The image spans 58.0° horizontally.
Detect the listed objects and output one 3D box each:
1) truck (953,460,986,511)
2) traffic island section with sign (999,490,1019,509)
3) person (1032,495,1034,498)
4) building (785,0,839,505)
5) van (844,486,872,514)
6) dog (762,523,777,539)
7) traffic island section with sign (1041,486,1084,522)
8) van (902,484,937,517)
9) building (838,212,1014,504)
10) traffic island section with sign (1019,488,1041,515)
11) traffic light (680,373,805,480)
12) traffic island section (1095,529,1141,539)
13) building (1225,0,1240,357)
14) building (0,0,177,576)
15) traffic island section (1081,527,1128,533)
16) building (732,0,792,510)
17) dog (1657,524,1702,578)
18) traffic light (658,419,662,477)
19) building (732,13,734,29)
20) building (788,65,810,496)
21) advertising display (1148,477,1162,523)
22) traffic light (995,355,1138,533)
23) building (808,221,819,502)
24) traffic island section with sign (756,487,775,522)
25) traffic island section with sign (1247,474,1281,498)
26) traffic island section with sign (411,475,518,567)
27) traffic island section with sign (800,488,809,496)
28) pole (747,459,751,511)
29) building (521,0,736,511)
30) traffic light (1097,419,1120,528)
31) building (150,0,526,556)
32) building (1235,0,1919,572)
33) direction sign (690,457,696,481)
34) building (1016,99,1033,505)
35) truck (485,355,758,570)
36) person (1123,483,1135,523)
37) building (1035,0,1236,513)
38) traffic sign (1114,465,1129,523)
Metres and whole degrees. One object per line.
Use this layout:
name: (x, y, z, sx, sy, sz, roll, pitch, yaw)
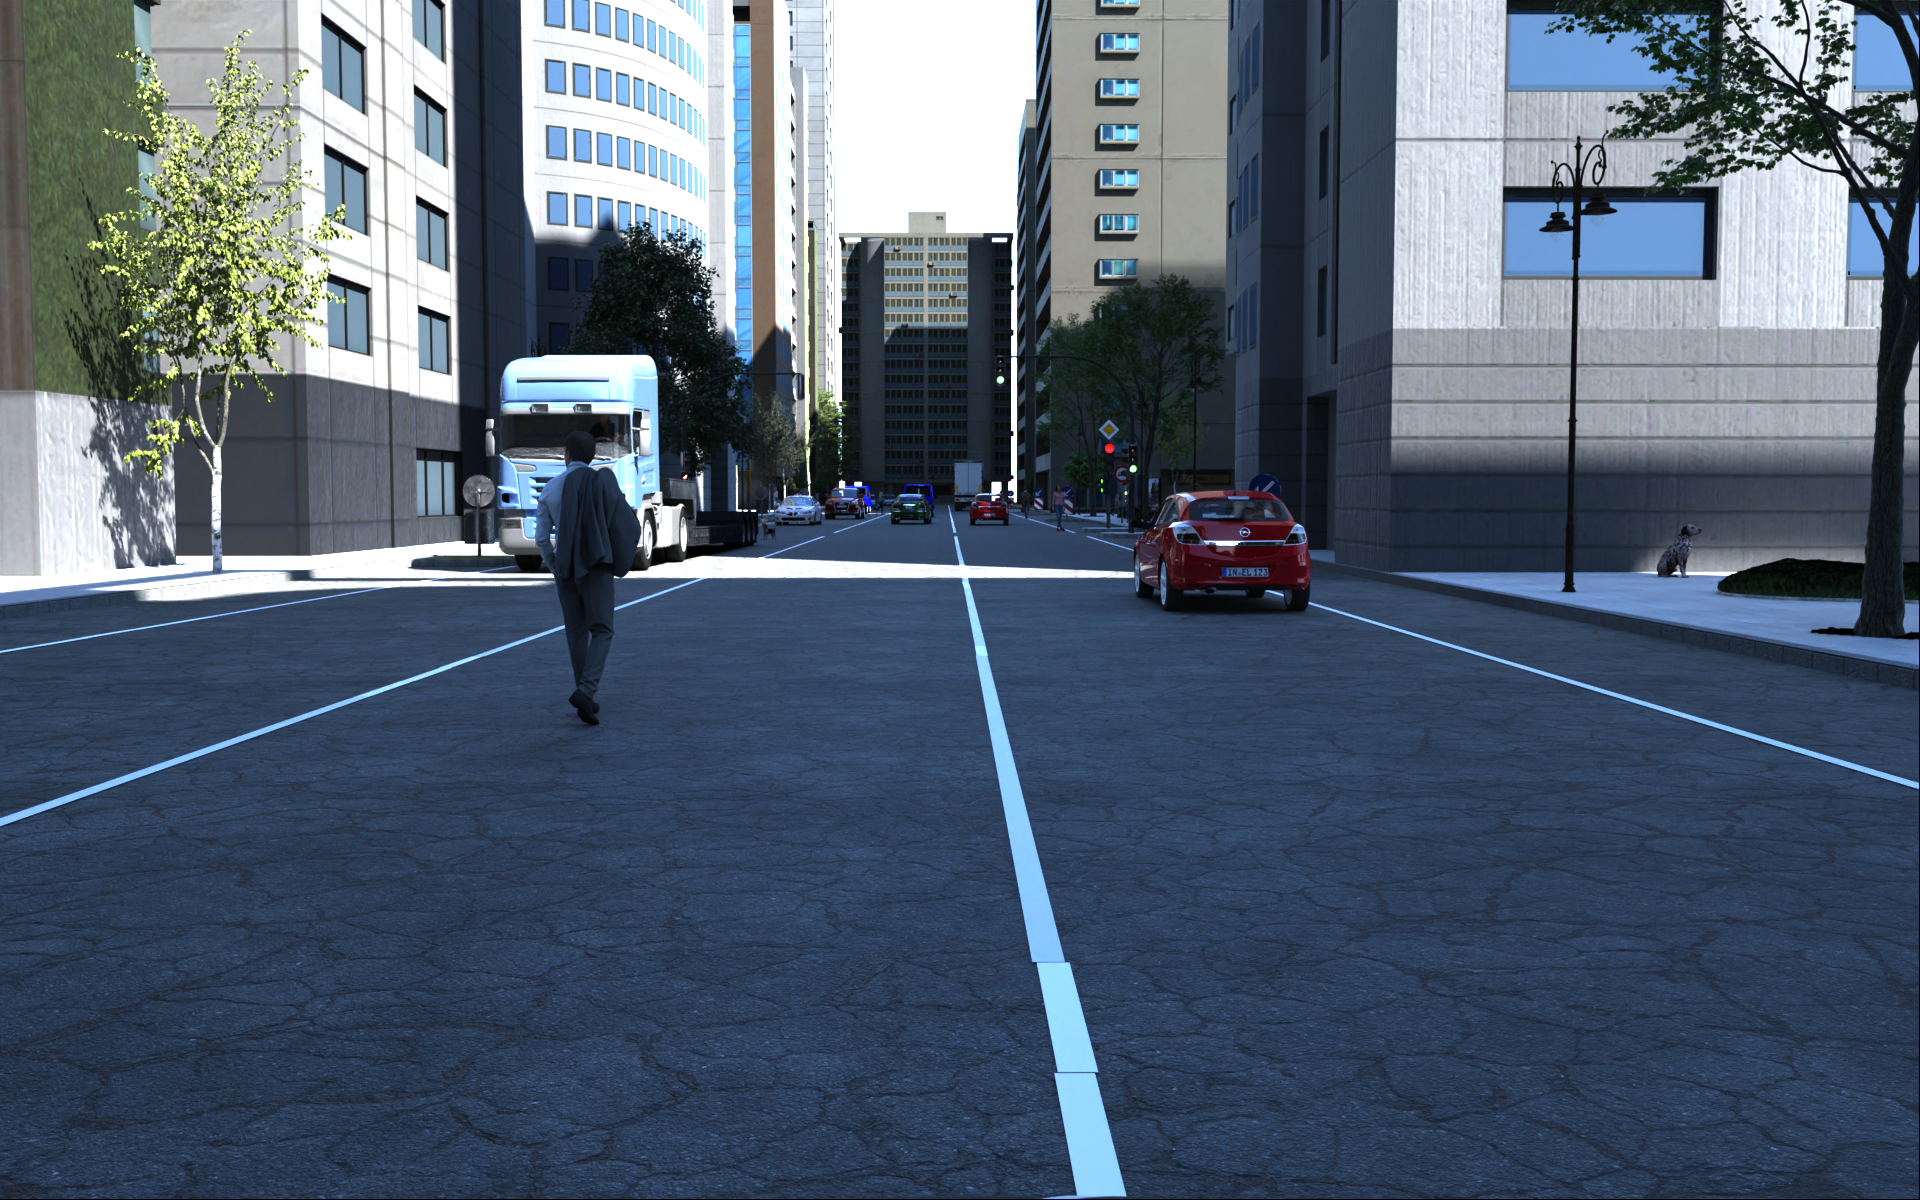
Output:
truck: (0.761, -9.738, 148.137, 2.839, 4.237, 11.283, 0, 4, 1)
traffic island section with sign: (4.779, -9.698, 167.187, 1.989, 1.847, 2.006, 0, 4, 0)
person: (6.956, -9.005, 153.995, 1.217, 1.743, 0.721, 2, 4, 26)
building: (-25.225, -46.785, 203.191, 20.611, 71.187, 20.563, 0, 4, 0)
van: (-7.637, -7.555, 127.914, 2.240, 2.365, 5.245, 0, 4, 1)
dog: (-6.021, -2.170, 54.771, 0.406, 0.507, 0.540, 0, 4, 2)
traffic island section with sign: (5.403, -4.978, 90.018, 1.989, 1.847, 2.006, 0, 4, 0)
van: (-2.570, -6.353, 108.262, 2.240, 2.365, 5.245, 0, 3, 0)
building: (-4.578, -33.591, 241.086, 23.993, 40.220, 32.217, 0, 4, 0)
traffic island section with sign: (5.192, -6.679, 117.826, 1.989, 1.847, 2.006, 0, 4, 0)
traffic light: (-8.209, -5.518, 64.894, 4.771, 5.953, 1.251, 0, 4, 0)
traffic island section: (5.665, -2.130, 57.114, 2.009, 0.180, 2.903, 0, 4, 0)
building: (27.283, -29.935, 78.679, 27.495, 52.752, 28.713, 0, 4, 0)
building: (-21.339, -15.428, 23.946, 14.160, 30.474, 14.107, 0, 4, 0)
traffic island section: (5.600, -2.619, 65.099, 2.009, 0.180, 2.903, 0, 4, 0)
building: (-21.844, -30.357, 146.442, 14.600, 45.320, 14.200, 0, 4, 0)
dog: (11.044, -0.761, 26.817, 0.513, 0.831, 0.800, 0, 4, -3)
traffic light: (-10.236, -4.155, 56.857, 0.839, 4.253, 0.868, 0, 4, 0)
building: (-23.500, -26.732, 120.664, 14.154, 41.232, 14.086, 0, 4, 0)
building: (-21.608, -29.204, 161.086, 14.154, 41.232, 14.086, 0, 4, 0)
advertising display: (7.369, -3.692, 65.586, 0.123, 1.923, 0.974, -1, 4, -19)
traffic light: (3.533, -5.026, 56.842, 4.771, 5.953, 1.251, 0, 4, 0)
building: (-21.898, -24.719, 175.859, 14.160, 30.474, 14.107, 0, 4, 0)
traffic island section with sign: (-10.212, -4.951, 89.581, 1.989, 1.847, 2.006, 0, 4, 0)
traffic island section with sign: (5.856, -1.597, 34.741, 1.989, 1.847, 2.006, 0, 4, 0)
traffic island section with sign: (-9.780, -1.606, 34.884, 1.989, 1.847, 2.006, 0, 4, 0)
traffic island section with sign: (-10.422, -6.600, 116.536, 1.989, 1.847, 2.006, 0, 4, 0)
pole: (-12.206, -6.506, 100.212, 0.158, 3.312, 0.155, 0, 3, 0)
building: (-24.130, -33.558, 90.669, 21.231, 58.520, 28.212, 0, 4, 0)
traffic light: (5.560, -4.652, 64.985, 0.839, 4.253, 0.868, 0, 4, 0)
building: (-23.672, -37.031, 43.713, 20.611, 71.187, 20.563, 0, 4, 0)
building: (17.410, -30.498, 40.642, 21.231, 58.520, 28.212, 0, 4, 0)
direction sign: (-12.209, -5.302, 78.677, 0.379, 3.537, 0.876, 1, 4, 17)
building: (17.879, -35.475, 203.717, 21.300, 48.544, 21.600, 0, 4, 0)
truck: (-6.982, -3.038, 39.434, 2.967, 4.110, 18.799, 0, 4, 1)
person: (7.589, -4.363, 77.645, 0.520, 1.790, 0.573, 0, 4, -8)
building: (16.735, -30.798, 127.245, 21.300, 48.544, 21.600, 0, 4, 0)
traffic sign: (7.179, -4.680, 76.629, 0.768, 2.556, 0.104, 0, 4, 1)
